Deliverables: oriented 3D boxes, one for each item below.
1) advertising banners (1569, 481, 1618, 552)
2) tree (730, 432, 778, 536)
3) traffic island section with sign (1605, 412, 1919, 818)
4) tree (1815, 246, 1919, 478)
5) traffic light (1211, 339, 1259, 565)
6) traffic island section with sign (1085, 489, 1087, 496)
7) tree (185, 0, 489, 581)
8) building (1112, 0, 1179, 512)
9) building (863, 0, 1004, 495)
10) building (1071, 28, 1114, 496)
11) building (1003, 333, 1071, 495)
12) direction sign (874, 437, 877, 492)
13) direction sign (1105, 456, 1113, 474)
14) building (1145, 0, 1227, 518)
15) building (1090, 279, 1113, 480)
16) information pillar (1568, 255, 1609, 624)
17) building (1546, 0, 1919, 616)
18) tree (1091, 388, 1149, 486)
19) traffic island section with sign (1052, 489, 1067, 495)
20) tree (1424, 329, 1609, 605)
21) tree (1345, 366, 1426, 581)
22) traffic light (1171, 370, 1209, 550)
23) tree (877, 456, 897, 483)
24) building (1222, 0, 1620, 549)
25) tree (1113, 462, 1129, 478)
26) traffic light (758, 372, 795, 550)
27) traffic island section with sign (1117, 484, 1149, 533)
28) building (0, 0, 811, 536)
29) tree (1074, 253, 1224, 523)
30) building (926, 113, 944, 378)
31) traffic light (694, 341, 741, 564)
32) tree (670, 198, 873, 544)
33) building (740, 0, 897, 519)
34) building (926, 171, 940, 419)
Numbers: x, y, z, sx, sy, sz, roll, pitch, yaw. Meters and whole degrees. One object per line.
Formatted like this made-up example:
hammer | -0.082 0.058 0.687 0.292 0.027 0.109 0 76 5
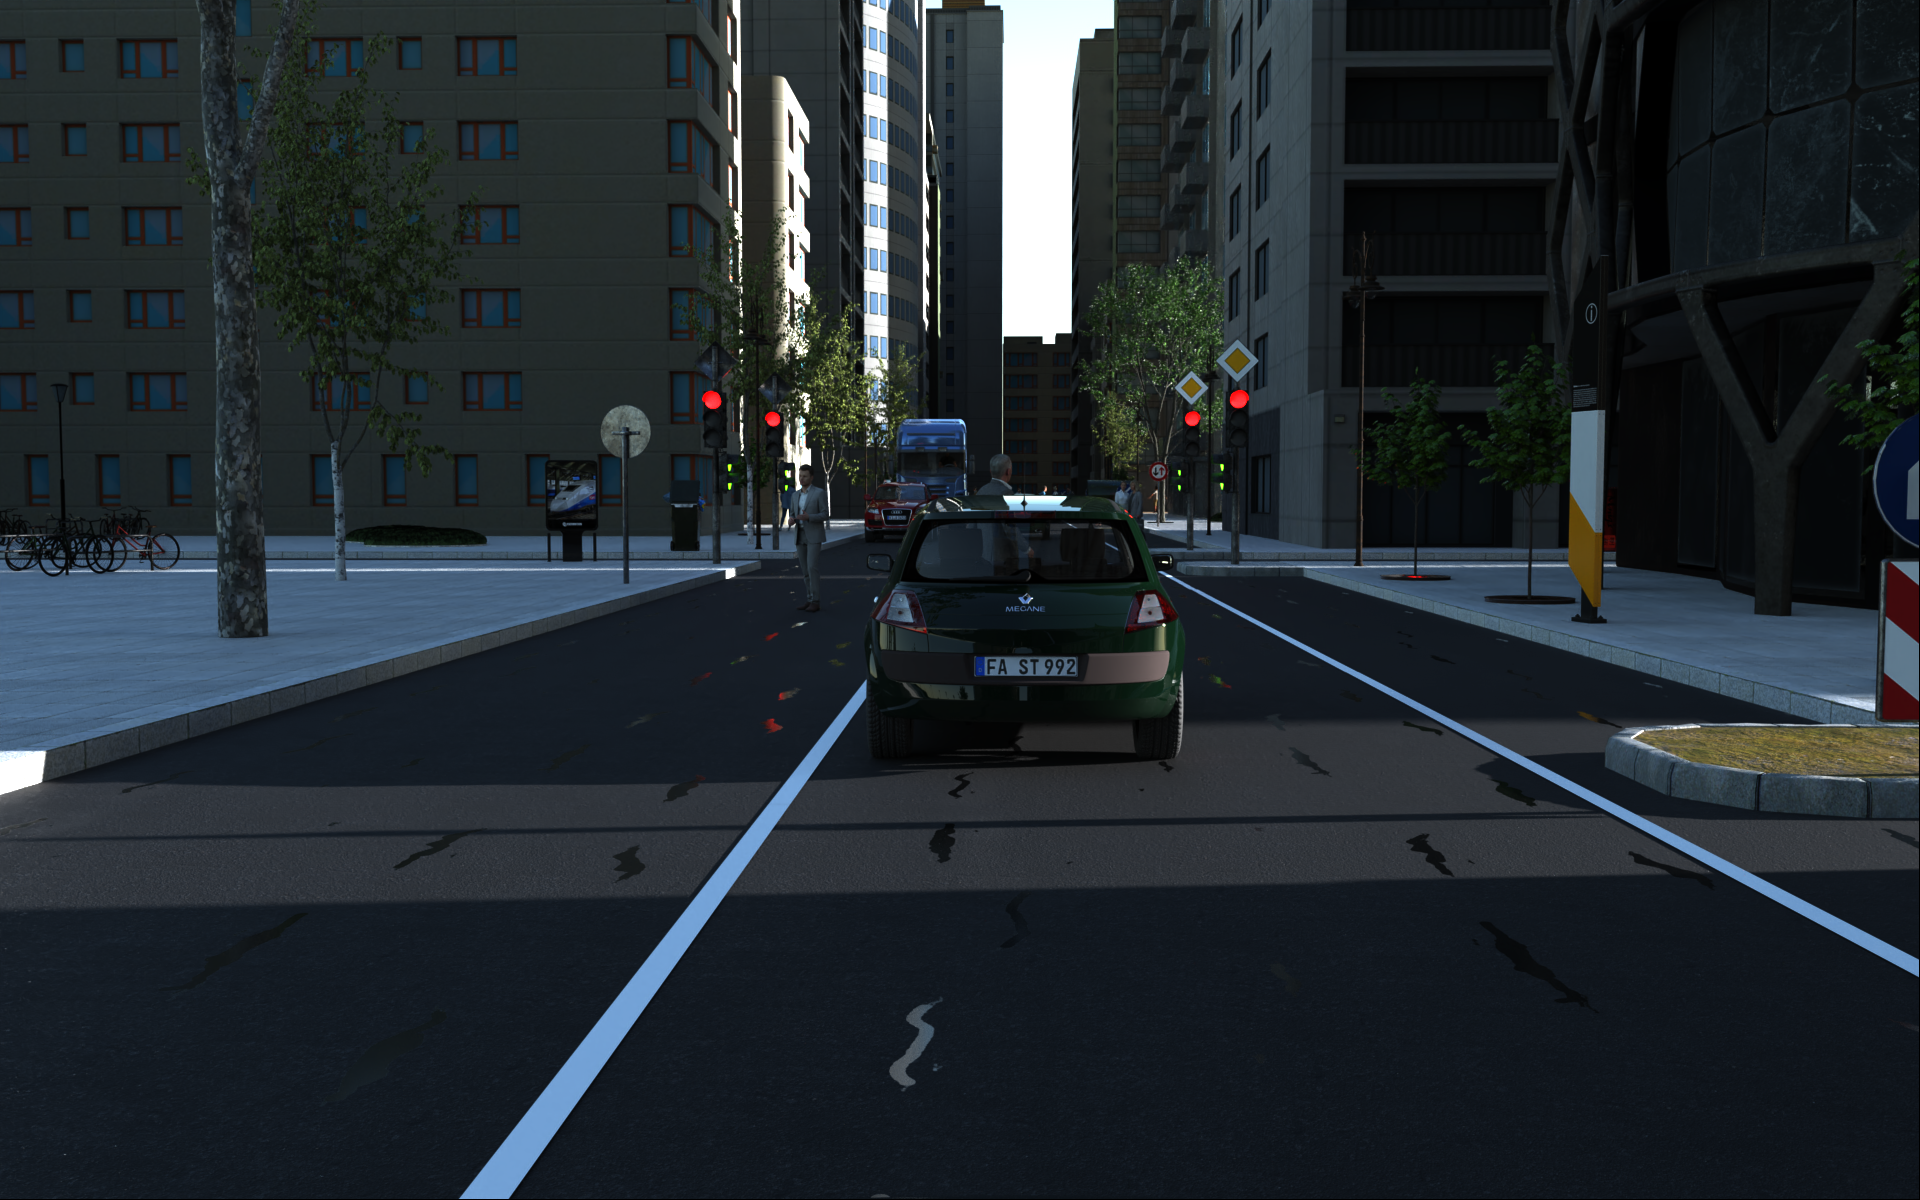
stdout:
advertising banners | 14.404 -2.578 38.342 2.074 3.025 0.090 0 4 5
tree | -6.547 -3.622 53.814 1.663 3.219 1.824 0 3 0
traffic island section with sign | 4.370 0.002 8.595 1.989 1.847 2.006 0 4 2
tree | 6.589 -1.034 11.507 1.663 3.219 1.824 0 3 0
traffic light | 5.000 -2.603 31.479 0.839 4.253 0.868 0 4 2
traffic island section with sign | 6.842 -5.085 91.768 1.989 1.847 2.006 0 4 2
tree | -9.094 -4.582 25.281 4.737 8.622 4.395 0 3 0
building | 18.467 -27.348 130.734 14.154 41.232 14.086 0 4 2
building | -8.874 -40.799 209.067 28.212 58.520 21.231 0 4 2
building | 22.476 -33.895 177.880 21.300 48.544 21.600 0 4 2
building | 19.767 -22.484 212.652 28.899 21.520 27.650 0 4 2
direction sign | -3.345 -4.703 68.893 0.379 3.537 0.876 0 4 -8
direction sign | 8.843 -6.819 103.484 0.379 3.537 0.876 -1 4 -16
building | 23.184 -29.260 98.012 23.786 49.044 30.456 0 4 2
building | 26.050 -18.847 153.186 27.650 21.520 28.899 0 4 2
information pillar | 6.274 -1.586 17.294 0.183 3.616 0.504 -1 4 -12
building | 16.515 -9.427 21.584 16.820 18.784 16.811 0 4 2
tree | 10.939 -10.345 119.502 4.737 8.622 4.395 0 3 0
traffic island section with sign | 9.112 -9.767 168.324 1.989 1.847 2.006 0 4 2
tree | 6.644 -1.583 20.482 1.663 3.219 1.824 0 3 0
tree | 6.939 -1.928 26.130 1.663 3.219 1.824 0 3 0
traffic light | 5.238 -3.091 39.461 0.839 4.253 0.868 0 4 2
tree | -3.249 -5.711 87.977 1.663 3.219 1.824 0 3 0
building | 19.094 -37.314 48.344 20.611 71.187 20.563 0 4 2
tree | 9.794 -7.030 109.542 1.663 3.219 1.824 0 3 0
traffic light | -4.220 -3.107 39.725 0.839 4.253 0.868 0 4 2
traffic island section with sign | 6.036 -3.435 64.790 1.989 1.847 2.006 0 4 2
building | -21.254 -13.562 66.780 27.650 21.520 28.899 0 4 2
tree | 8.833 -9.200 76.173 9.928 11.665 9.643 0 3 0
building | -13.831 -29.451 173.411 23.993 40.220 32.217 0 4 2
traffic light | -4.458 -2.619 31.744 0.839 4.253 0.868 0 4 2
tree | -5.117 -5.726 43.989 4.737 8.622 4.395 0 3 0
building | -13.843 -40.336 97.752 20.563 71.187 20.611 0 4 2
building | -9.014 -23.174 150.602 14.160 30.474 14.107 0 4 2
